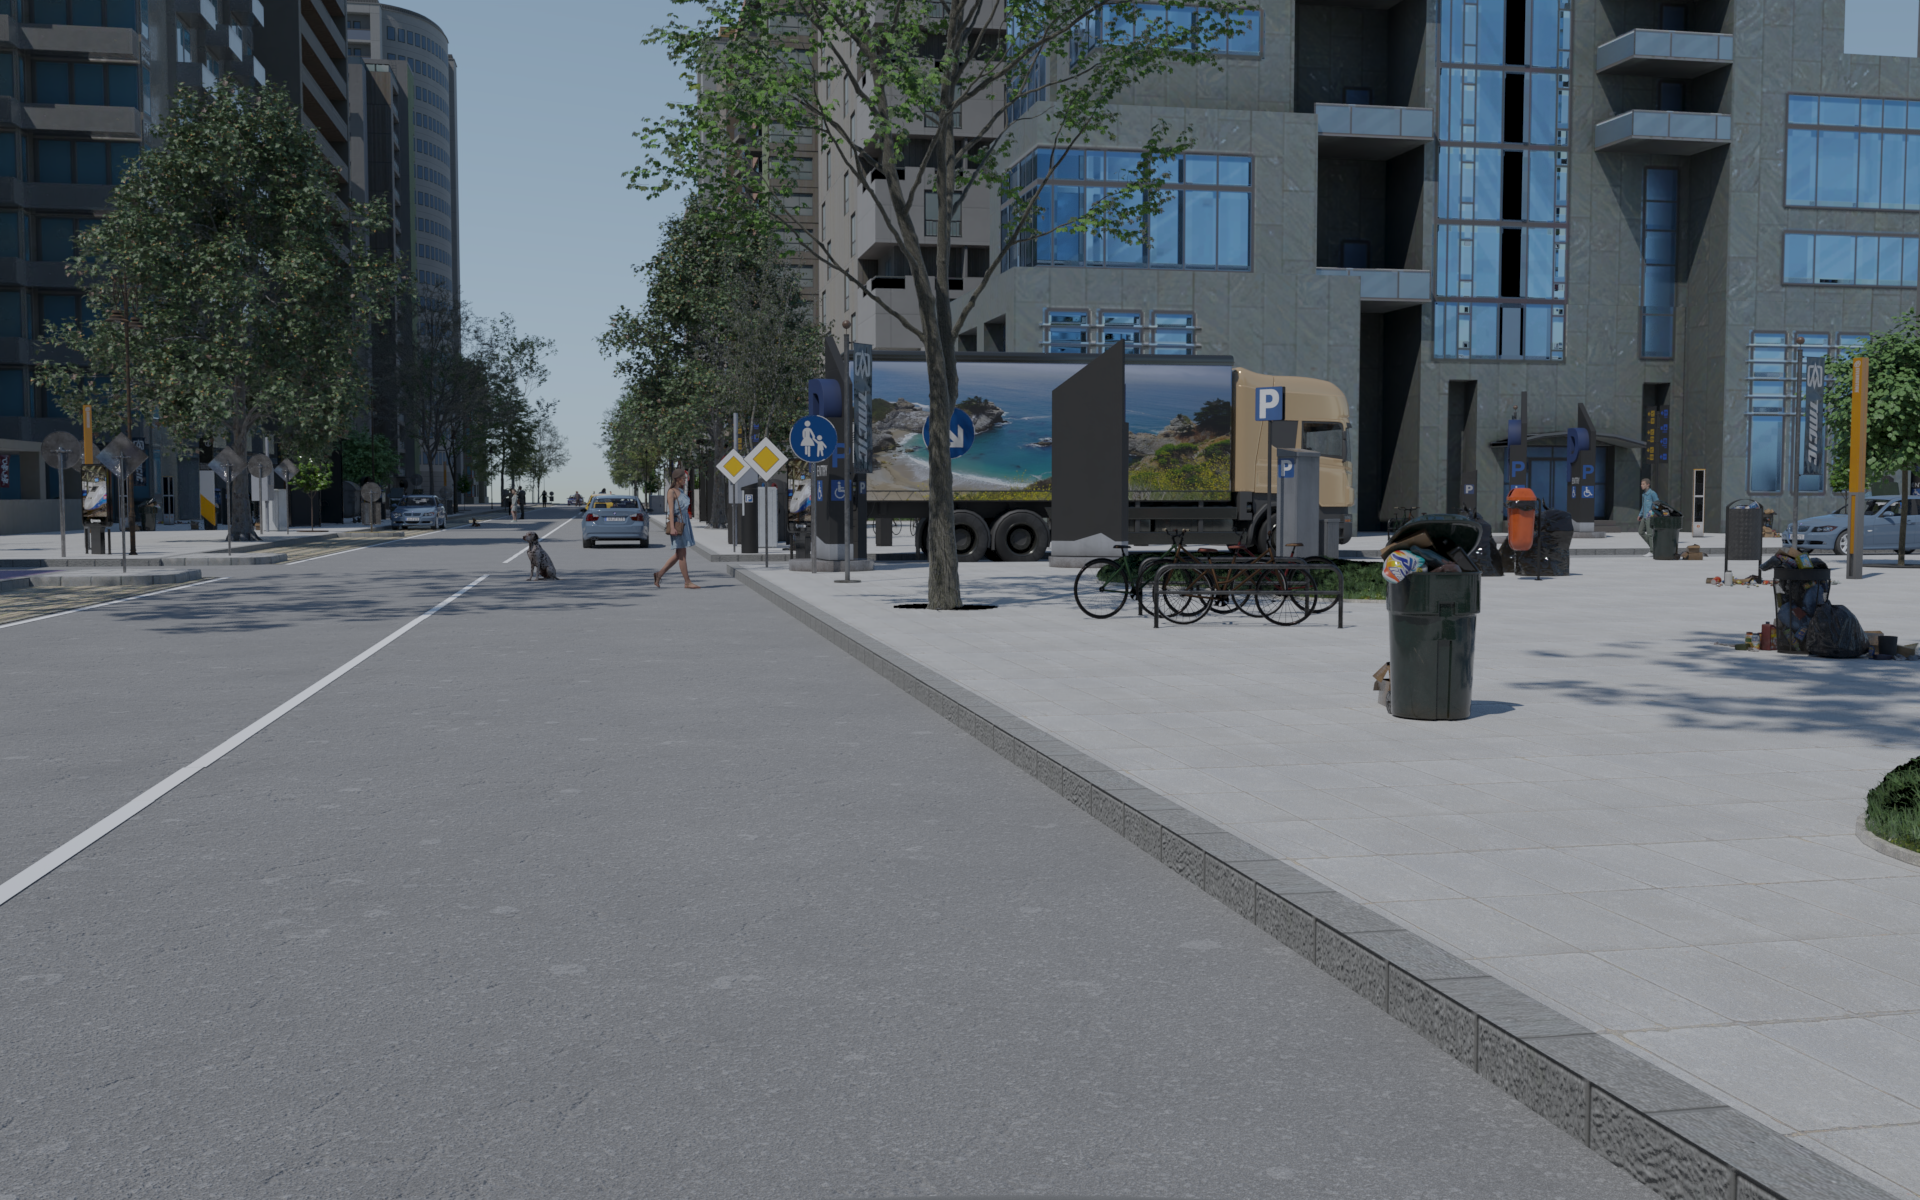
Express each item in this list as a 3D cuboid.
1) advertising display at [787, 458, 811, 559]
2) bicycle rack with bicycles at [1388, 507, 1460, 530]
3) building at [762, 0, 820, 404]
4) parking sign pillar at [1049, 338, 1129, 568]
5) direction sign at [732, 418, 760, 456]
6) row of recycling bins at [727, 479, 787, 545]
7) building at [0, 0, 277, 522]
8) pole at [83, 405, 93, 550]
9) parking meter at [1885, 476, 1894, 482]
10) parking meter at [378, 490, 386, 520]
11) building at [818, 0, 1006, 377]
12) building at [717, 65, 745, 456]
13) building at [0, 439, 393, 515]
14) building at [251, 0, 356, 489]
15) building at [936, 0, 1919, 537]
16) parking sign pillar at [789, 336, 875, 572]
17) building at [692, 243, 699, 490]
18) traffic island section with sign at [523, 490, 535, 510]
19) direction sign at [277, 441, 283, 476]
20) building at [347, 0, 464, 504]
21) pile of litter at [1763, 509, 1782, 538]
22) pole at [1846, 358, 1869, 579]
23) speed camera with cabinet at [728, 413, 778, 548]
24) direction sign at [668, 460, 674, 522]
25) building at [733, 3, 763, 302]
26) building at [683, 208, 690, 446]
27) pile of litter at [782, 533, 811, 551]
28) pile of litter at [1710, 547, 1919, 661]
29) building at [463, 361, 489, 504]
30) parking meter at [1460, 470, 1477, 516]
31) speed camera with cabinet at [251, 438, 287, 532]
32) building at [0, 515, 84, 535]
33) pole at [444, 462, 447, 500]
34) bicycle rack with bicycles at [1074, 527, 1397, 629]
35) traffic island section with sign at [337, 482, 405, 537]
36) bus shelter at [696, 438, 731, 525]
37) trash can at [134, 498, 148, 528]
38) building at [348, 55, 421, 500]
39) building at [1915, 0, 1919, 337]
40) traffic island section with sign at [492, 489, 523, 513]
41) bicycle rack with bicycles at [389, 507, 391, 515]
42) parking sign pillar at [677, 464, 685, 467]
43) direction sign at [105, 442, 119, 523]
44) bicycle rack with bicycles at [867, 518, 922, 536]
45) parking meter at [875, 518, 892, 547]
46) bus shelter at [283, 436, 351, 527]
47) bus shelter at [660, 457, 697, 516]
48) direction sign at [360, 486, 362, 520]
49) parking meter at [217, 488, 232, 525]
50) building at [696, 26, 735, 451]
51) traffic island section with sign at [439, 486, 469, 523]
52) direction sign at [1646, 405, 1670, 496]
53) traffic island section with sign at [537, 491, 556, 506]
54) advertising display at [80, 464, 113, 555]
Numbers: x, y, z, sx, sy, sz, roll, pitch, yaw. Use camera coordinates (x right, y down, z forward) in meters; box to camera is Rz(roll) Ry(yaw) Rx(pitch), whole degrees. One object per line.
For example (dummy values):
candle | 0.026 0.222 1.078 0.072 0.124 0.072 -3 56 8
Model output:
advertising display | -2.809 -1.573 30.938 0.123 1.923 0.974 -2 4 -34
bicycle rack with bicycles | 12.787 -2.077 47.345 2.925 0.926 2.852 -2 4 -32
building | -7.996 -27.360 130.925 14.154 41.232 14.086 -1 4 -11
parking sign pillar | 2.289 -2.569 30.468 1.447 3.967 1.447 1 4 22
direction sign | -6.395 -3.657 51.792 0.876 3.537 0.379 1 4 13
row of recycling bins | -5.333 -2.358 45.674 1.069 1.692 3.534 1 4 10
building | -49.072 -28.715 89.096 23.786 49.044 30.456 -1 4 -11
pole | -20.006 -2.810 39.795 0.158 3.312 0.155 0 3 0
parking meter | 29.071 -2.973 54.325 0.399 1.863 0.255 -3 5 -39
parking meter | -29.026 -4.805 86.966 0.372 1.533 0.369 0 3 0
building | 6.767 -31.179 99.010 28.713 52.752 27.495 -1 4 -11
building | -16.819 -32.008 173.438 14.600 45.320 14.200 -1 4 -11
building | -62.652 -27.217 136.879 32.217 40.220 23.993 -1 4 -11
building | -53.280 -30.067 115.302 21.300 48.544 21.600 -1 4 -11
building | 14.502 -45.755 60.774 31.000 86.520 22.319 -1 4 -11
parking sign pillar | -2.161 -2.483 29.065 1.447 3.967 1.447 -1 4 -18
building | -31.785 -34.527 248.117 14.154 41.232 14.086 -1 4 -11
traffic island section with sign | -40.305 -9.247 159.809 1.989 1.847 2.006 -1 4 -11
direction sign | -28.806 -5.035 74.320 0.876 3.537 0.379 -1 4 -9
building | -72.171 -40.750 208.269 21.231 58.520 28.212 -1 4 -11
pile of litter | 23.777 -2.291 51.428 1.176 0.858 1.719 -1 4 -9
pole | 13.482 -1.968 26.016 0.158 3.312 0.155 0 3 0
speed camera with cabinet | -5.007 -2.904 41.816 0.660 3.252 2.038 -2 4 -26
direction sign | -12.999 -5.260 78.000 0.379 3.537 0.876 0 4 2
building | -8.489 -30.494 153.207 22.147 44.769 28.867 -1 4 -11
building | -34.665 -37.484 262.967 14.600 45.320 14.200 -1 4 -11
pile of litter | -3.417 -1.548 39.276 1.176 0.858 1.719 -1 4 -15
pile of litter | 6.979 -0.008 14.092 1.176 0.858 1.719 -1 4 -10
building | -80.031 -24.000 237.439 27.650 21.520 28.899 -1 4 -11
parking meter | 12.219 -2.198 41.652 0.399 1.863 0.255 1 4 16
speed camera with cabinet | -23.721 -3.982 59.448 0.660 3.252 2.038 0 4 -4
building | -46.470 -22.135 53.784 32.217 40.220 23.993 -1 4 -11
pole | -32.262 -7.016 108.562 0.158 3.312 0.155 0 3 0
bicycle rack with bicycles | 2.614 -0.254 17.539 2.925 0.926 2.852 0 4 2
traffic island section with sign | -19.660 -3.011 57.865 1.989 1.847 2.006 -1 4 -11
bus shelter | -10.754 -5.159 75.625 1.731 3.624 6.357 -1 4 -11
trash can | -30.423 -3.222 64.332 0.748 1.137 0.748 0 3 0
building | -57.341 -28.976 157.356 14.154 41.232 14.086 -1 4 -11
building | 45.603 -23.172 62.449 14.086 41.232 14.154 -1 4 -11
traffic island section with sign | -34.951 -7.629 133.366 1.989 1.847 2.006 -1 4 -11
bicycle rack with bicycles | -32.145 -5.452 102.527 2.925 0.926 2.852 -2 4 -31
parking sign pillar | -17.447 -7.388 109.259 1.447 3.967 1.447 -2 4 -29
direction sign | -37.120 -5.139 76.021 0.379 3.537 0.876 1 4 23
bicycle rack with bicycles | -1.602 -2.451 53.463 2.852 0.926 2.925 1 4 23
parking meter | -1.875 -2.244 42.408 0.399 1.863 0.255 -2 4 -33
bus shelter | -26.078 -4.842 70.451 1.731 3.624 6.357 -1 4 -12
bus shelter | -15.882 -6.359 97.889 2.014 3.302 5.546 -1 4 -11
direction sign | -29.364 -5.677 84.812 0.876 3.537 0.379 -3 4 -37
parking meter | -30.542 -3.896 72.117 0.372 1.533 0.369 0 3 0
building | -23.714 -41.915 227.310 21.231 58.520 28.212 -1 4 -11
traffic island section with sign | -25.153 -4.668 84.944 1.989 1.847 2.006 -1 4 -11
direction sign | 17.887 -3.209 44.469 0.379 3.537 0.876 -1 4 -13
traffic island section with sign | -51.467 -12.616 214.906 1.989 1.847 2.006 -1 4 -11
advertising display | -18.350 -1.934 36.828 0.974 1.923 0.123 2 4 33
